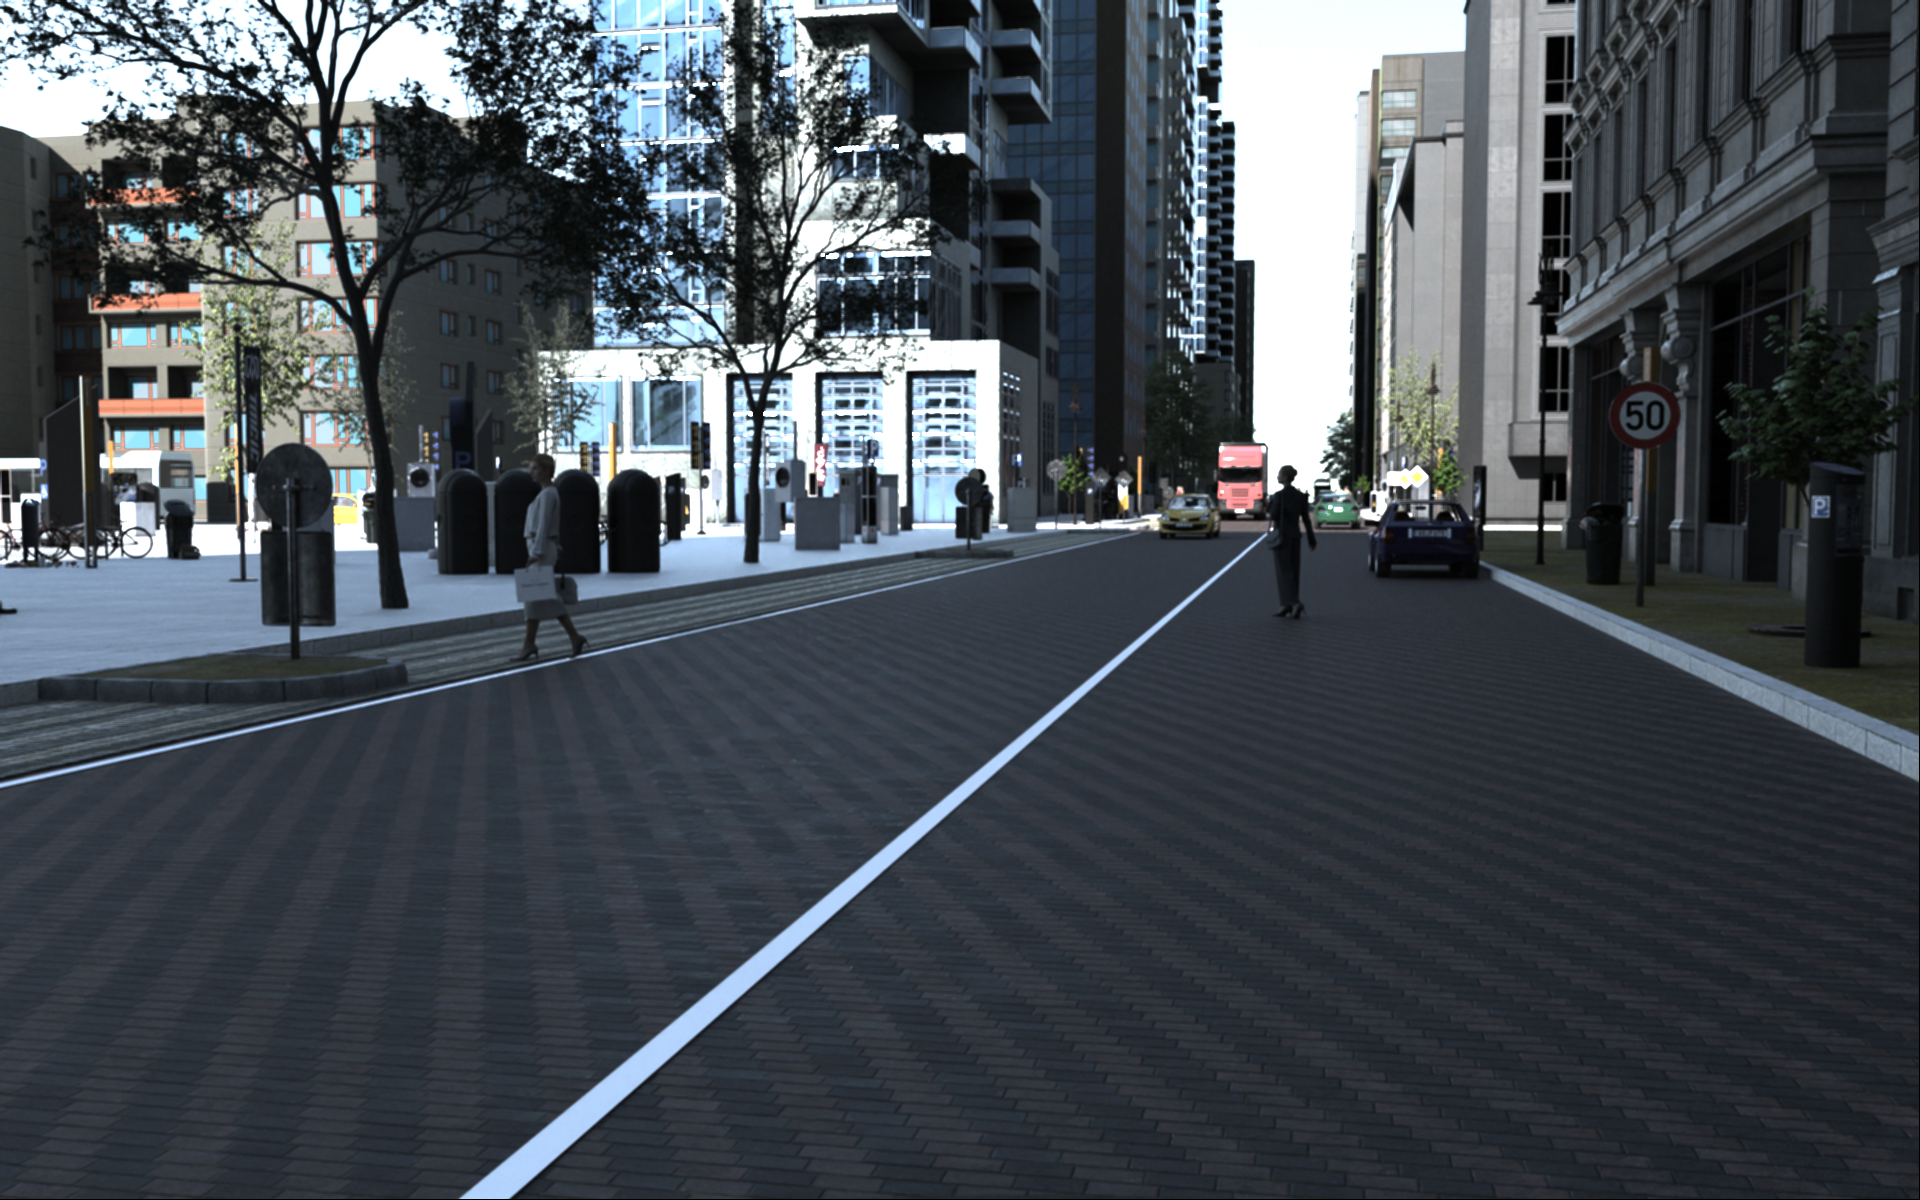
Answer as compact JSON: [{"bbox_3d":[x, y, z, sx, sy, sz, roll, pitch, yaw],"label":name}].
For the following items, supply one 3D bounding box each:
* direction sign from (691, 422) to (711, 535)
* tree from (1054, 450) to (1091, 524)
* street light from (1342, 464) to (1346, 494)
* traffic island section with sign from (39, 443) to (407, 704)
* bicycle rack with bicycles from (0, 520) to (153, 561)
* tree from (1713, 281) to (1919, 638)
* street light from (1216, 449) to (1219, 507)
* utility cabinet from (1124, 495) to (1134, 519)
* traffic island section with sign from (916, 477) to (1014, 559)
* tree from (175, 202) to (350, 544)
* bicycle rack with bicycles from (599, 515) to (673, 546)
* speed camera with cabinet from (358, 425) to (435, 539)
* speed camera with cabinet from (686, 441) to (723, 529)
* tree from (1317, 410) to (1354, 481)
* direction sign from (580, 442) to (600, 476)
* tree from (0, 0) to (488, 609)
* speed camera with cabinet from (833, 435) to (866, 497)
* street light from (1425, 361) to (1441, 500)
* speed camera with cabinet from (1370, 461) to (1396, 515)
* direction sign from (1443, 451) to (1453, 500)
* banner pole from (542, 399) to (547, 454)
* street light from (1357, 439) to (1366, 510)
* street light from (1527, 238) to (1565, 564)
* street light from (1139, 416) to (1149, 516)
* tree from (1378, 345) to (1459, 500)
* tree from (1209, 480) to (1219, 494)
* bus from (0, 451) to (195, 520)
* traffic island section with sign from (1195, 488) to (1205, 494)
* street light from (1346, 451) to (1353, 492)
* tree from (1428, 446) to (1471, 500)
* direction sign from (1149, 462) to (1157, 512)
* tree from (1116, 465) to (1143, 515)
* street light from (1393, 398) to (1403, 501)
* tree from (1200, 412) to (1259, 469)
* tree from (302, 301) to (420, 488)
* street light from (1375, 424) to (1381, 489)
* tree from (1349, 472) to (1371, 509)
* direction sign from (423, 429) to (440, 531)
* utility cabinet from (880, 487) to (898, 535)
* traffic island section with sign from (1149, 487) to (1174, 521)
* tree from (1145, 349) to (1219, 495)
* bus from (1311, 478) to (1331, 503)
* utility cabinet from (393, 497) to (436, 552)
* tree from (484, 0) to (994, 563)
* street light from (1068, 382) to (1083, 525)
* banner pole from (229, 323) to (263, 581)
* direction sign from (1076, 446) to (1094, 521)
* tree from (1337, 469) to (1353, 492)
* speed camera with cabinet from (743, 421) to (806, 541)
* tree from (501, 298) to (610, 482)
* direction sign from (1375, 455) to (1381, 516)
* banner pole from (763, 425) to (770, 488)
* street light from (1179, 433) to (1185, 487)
[{"bbox_3d":[-8.156,-3.826,54.545,0.379,3.537,0.876,2,4,34],"label":"direction sign"},{"bbox_3d":[4.863,-4.903,74.773,1.663,3.219,1.824,0,3,0],"label":"tree"},{"bbox_3d":[48.322,-14.934,216.956,0.468,5.910,1.993,1,4,11],"label":"street light"},{"bbox_3d":[-5.219,-0.250,12.723,1.989,1.847,2.006,1,4,11],"label":"traffic island section with sign"},{"bbox_3d":[-17.616,-1.286,34.402,2.925,0.926,2.852,-1,4,-16],"label":"bicycle rack with bicycles"},{"bbox_3d":[7.796,-1.306,15.955,1.663,3.219,1.824,0,3,0],"label":"tree"},{"bbox_3d":[26.232,-12.461,176.532,0.468,5.910,1.993,1,4,11],"label":"street light"},{"bbox_3d":[8.669,-4.786,89.409,0.306,1.237,1.020,-1,4,-12],"label":"utility cabinet"},{"bbox_3d":[0.158,-1.866,39.138,1.989,1.847,2.006,1,4,11],"label":"traffic island section with sign"},{"bbox_3d":[-18.119,-5.757,44.481,4.737,8.622,4.395,0,3,0],"label":"tree"},{"bbox_3d":[-8.455,-1.818,43.101,2.925,0.926,2.852,1,4,18],"label":"bicycle rack with bicycles"},{"bbox_3d":[-16.077,-3.368,49.402,2.038,3.252,0.660,-1,4,-8],"label":"speed camera with cabinet"},{"bbox_3d":[-9.692,-4.303,64.685,0.660,3.252,2.038,-3,5,-43],"label":"speed camera with cabinet"},{"bbox_3d":[52.028,-19.260,233.019,7.486,12.596,7.792,0,3,0],"label":"tree"},{"bbox_3d":[-16.077,-5.095,75.299,0.876,3.537,0.379,-2,4,-30],"label":"direction sign"},{"bbox_3d":[-6.651,-5.196,19.371,7.601,10.594,8.767,2,4,30],"label":"tree"},{"bbox_3d":[-3.678,-3.918,58.401,0.660,3.252,2.038,-2,4,-25],"label":"speed camera with cabinet"},{"bbox_3d":[16.500,-5.367,60.533,0.468,5.910,1.993,1,4,11],"label":"street light"},{"bbox_3d":[25.573,-6.751,104.720,0.660,3.252,2.038,-1,4,-16],"label":"speed camera with cabinet"},{"bbox_3d":[25.545,-6.066,91.182,0.876,3.537,0.379,-1,4,-13],"label":"direction sign"},{"bbox_3d":[-10.942,-3.408,45.732,0.401,3.779,0.863,-1,4,-16],"label":"banner pole"},{"bbox_3d":[33.027,-10.351,142.025,0.468,5.910,1.993,1,4,11],"label":"street light"},{"bbox_3d":[10.607,-3.591,31.495,0.468,5.910,1.993,1,4,11],"label":"street light"},{"bbox_3d":[10.680,-7.824,100.707,0.468,5.910,1.993,1,4,11],"label":"street light"},{"bbox_3d":[22.946,-8.333,86.600,4.737,8.622,4.395,0,3,0],"label":"tree"},{"bbox_3d":[30.557,-12.802,203.905,1.663,3.219,1.824,0,3,0],"label":"tree"},{"bbox_3d":[-40.468,-4.983,76.329,13.247,3.499,2.948,1,4,11],"label":"bus"},{"bbox_3d":[16.682,-6.813,120.020,1.989,1.847,2.006,1,4,11],"label":"traffic island section with sign"},{"bbox_3d":[42.431,-13.158,187.917,0.468,5.910,1.993,1,4,11],"label":"street light"},{"bbox_3d":[19.359,-4.520,68.507,1.663,3.219,1.824,0,3,0],"label":"tree"},{"bbox_3d":[13.584,-7.942,121.843,0.379,3.537,0.876,3,5,41],"label":"direction sign"},{"bbox_3d":[10.491,-6.775,105.371,1.663,3.219,1.824,0,3,0],"label":"tree"},{"bbox_3d":[21.111,-6.773,83.531,0.468,5.910,1.993,1,4,11],"label":"street light"},{"bbox_3d":[34.466,-17.957,219.347,9.928,11.665,9.643,0,3,0],"label":"tree"},{"bbox_3d":[-22.310,-7.032,65.333,4.360,8.622,3.978,0,3,0],"label":"tree"},{"bbox_3d":[27.181,-8.547,112.534,0.468,5.910,1.993,1,4,11],"label":"street light"},{"bbox_3d":[34.461,-9.420,148.623,1.663,3.219,1.824,0,3,0],"label":"tree"},{"bbox_3d":[-18.441,-4.186,60.437,0.876,3.537,0.379,2,4,35],"label":"direction sign"},{"bbox_3d":[-2.220,-2.806,54.551,0.318,1.500,1.173,-1,4,-16],"label":"utility cabinet"},{"bbox_3d":[11.292,-5.198,93.607,1.989,1.847,2.006,1,4,11],"label":"traffic island section with sign"},{"bbox_3d":[16.372,-13.318,135.877,7.486,12.596,7.792,0,3,0],"label":"tree"},{"bbox_3d":[55.790,-16.860,267.205,2.896,3.916,12.252,1,4,10],"label":"bus"},{"bbox_3d":[-12.320,-1.693,38.846,1.020,1.237,0.306,-2,4,-28],"label":"utility cabinet"},{"bbox_3d":[-3.867,-5.958,31.828,8.767,10.594,7.601,-1,4,-12],"label":"tree"},{"bbox_3d":[4.775,-6.048,71.671,0.468,5.910,1.993,1,4,11],"label":"street light"},{"bbox_3d":[-10.559,-2.183,25.713,0.401,3.779,0.863,1,4,8],"label":"banner pole"},{"bbox_3d":[5.878,-5.470,81.431,0.876,3.537,0.379,1,4,19],"label":"direction sign"},{"bbox_3d":[50.705,-14.813,225.907,4.285,4.588,4.351,0,3,0],"label":"tree"},{"bbox_3d":[-5.065,-3.228,47.108,2.038,3.252,0.660,3,5,44],"label":"speed camera with cabinet"},{"bbox_3d":[-14.963,-6.916,63.433,4.360,8.622,3.978,0,3,0],"label":"tree"},{"bbox_3d":[24.292,-6.635,100.475,0.379,3.537,0.876,0,4,-2],"label":"direction sign"},{"bbox_3d":[-7.008,-4.445,62.693,0.401,3.779,0.863,-2,4,-24],"label":"banner pole"},{"bbox_3d":[16.694,-9.627,130.183,0.468,5.910,1.993,1,4,11],"label":"street light"}]
